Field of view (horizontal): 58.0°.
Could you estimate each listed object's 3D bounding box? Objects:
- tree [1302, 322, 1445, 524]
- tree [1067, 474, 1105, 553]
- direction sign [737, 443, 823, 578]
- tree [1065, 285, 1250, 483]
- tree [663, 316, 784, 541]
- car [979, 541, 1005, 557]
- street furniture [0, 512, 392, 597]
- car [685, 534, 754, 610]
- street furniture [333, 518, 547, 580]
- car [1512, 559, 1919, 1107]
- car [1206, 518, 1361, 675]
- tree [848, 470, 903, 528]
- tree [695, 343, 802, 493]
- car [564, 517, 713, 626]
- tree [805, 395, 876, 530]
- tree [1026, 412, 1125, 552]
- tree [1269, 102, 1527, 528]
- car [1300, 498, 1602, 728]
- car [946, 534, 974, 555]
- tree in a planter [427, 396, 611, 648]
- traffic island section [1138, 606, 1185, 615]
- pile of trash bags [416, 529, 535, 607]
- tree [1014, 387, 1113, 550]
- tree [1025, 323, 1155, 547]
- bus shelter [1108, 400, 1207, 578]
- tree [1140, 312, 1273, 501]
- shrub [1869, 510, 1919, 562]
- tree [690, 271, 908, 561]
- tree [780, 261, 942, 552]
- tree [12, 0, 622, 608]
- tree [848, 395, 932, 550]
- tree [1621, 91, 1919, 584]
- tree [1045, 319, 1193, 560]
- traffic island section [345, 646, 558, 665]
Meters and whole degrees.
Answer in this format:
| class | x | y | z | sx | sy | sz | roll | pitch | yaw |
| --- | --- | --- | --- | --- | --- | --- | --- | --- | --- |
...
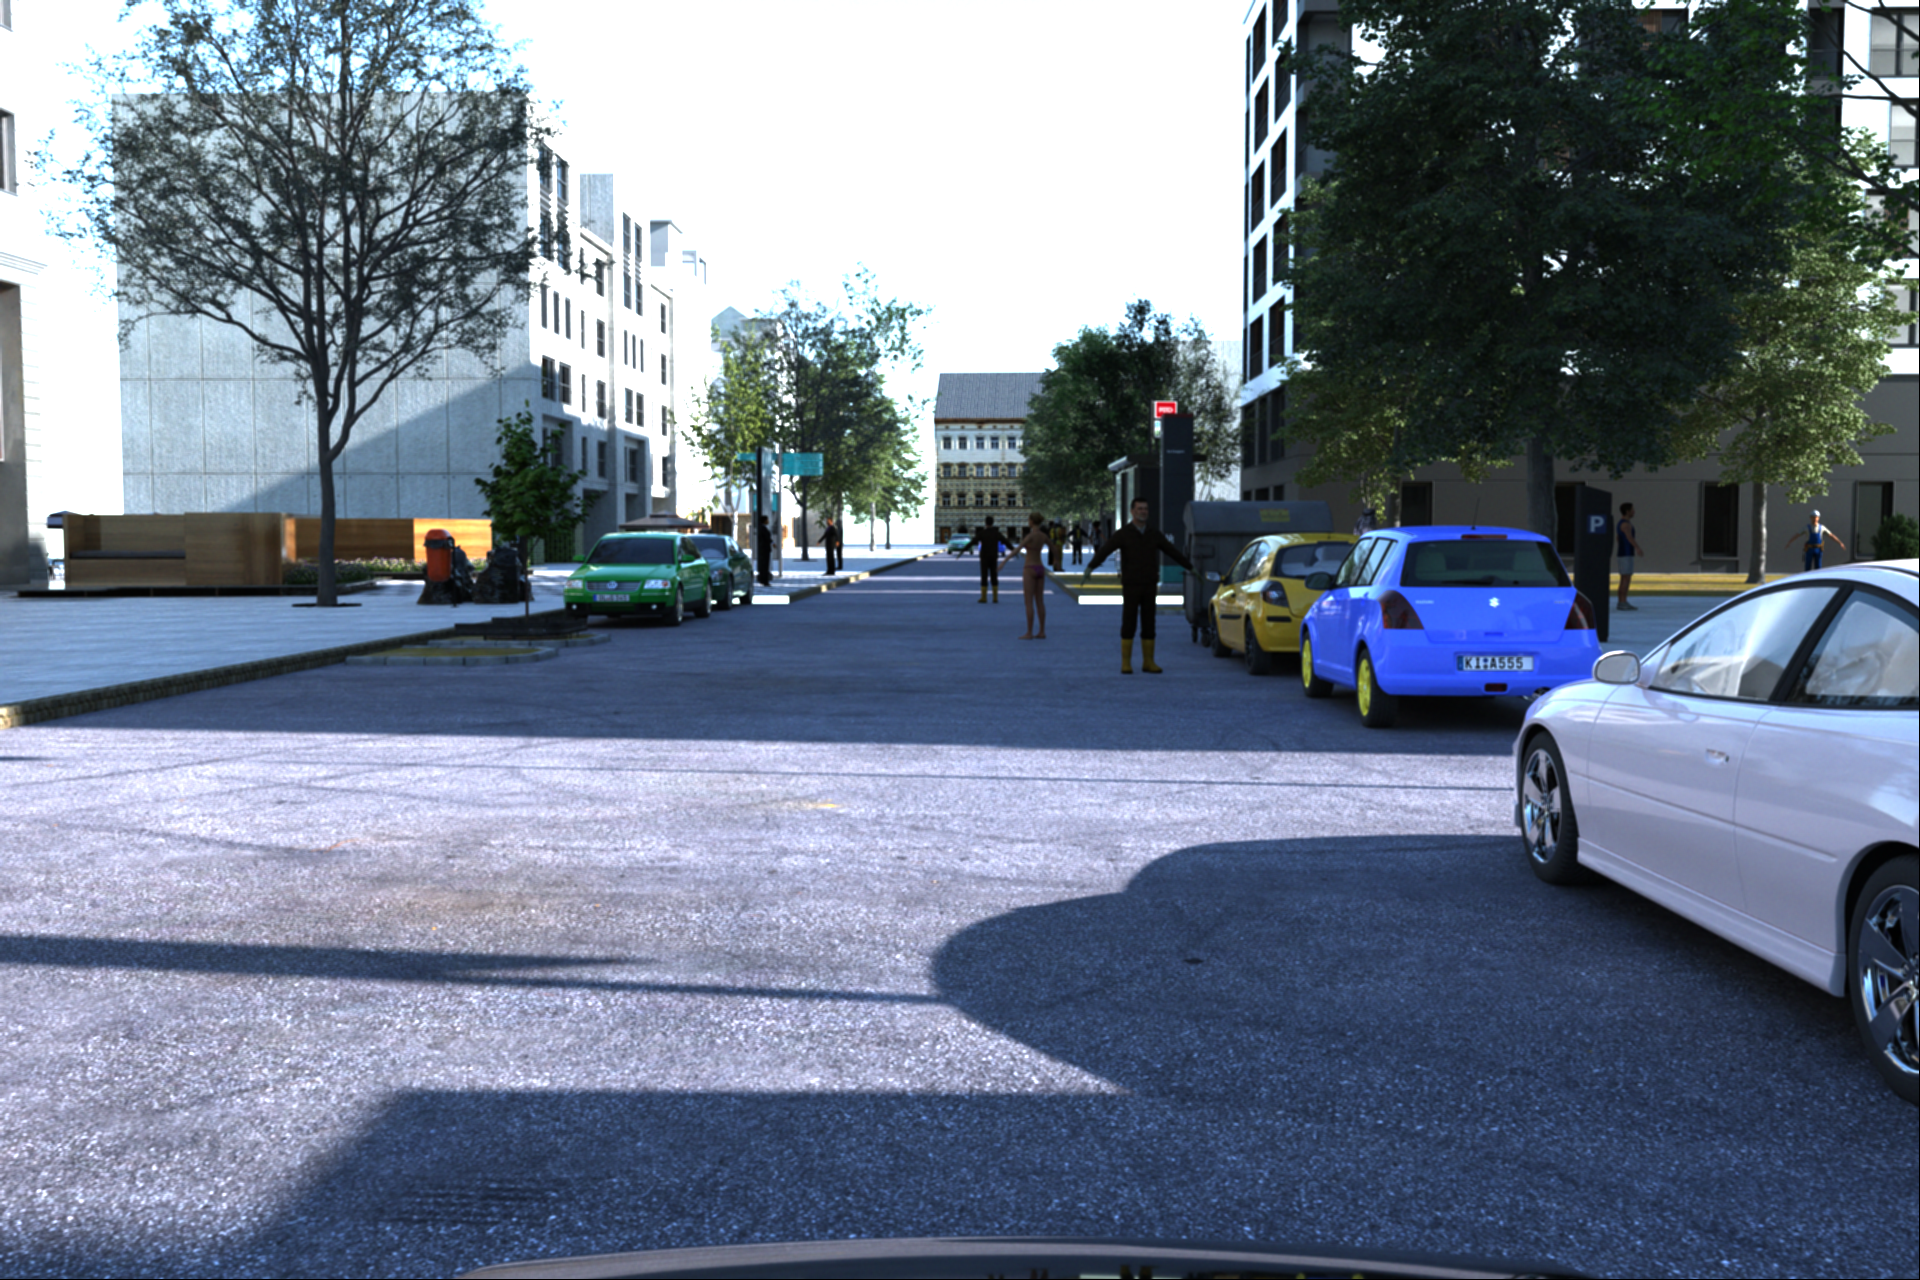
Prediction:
| class | x | y | z | sx | sy | sz | roll | pitch | yaw |
| --- | --- | --- | --- | --- | --- | --- | --- | --- | --- |
| tree | 12.226 | -6.145 | 50.828 | 4.737 | 8.622 | 4.395 | 0 | 3 | 0 |
| tree | 8.810 | -10.215 | 117.374 | 4.737 | 8.622 | 4.395 | 0 | 3 | 0 |
| direction sign | -5.279 | -3.834 | 51.441 | 2.525 | 3.948 | 1.411 | 0 | 4 | 1 |
| tree | 7.411 | -8.012 | 65.405 | 7.601 | 10.594 | 8.767 | 1 | 4 | 10 |
| tree | -7.783 | -6.637 | 58.883 | 4.737 | 8.622 | 4.395 | 0 | 3 | 0 |
| car | 2.079 | -6.242 | 111.655 | 1.945 | 1.707 | 3.694 | 0 | 4 | 1 |
| street furniture | -15.701 | -1.968 | 39.033 | 9.812 | 1.723 | 11.010 | -1 | 4 | -10 |
| car | -5.192 | -1.364 | 34.103 | 2.131 | 1.459 | 4.920 | 0 | 4 | 1 |
| street furniture | -16.625 | -2.669 | 50.492 | 11.010 | 1.723 | 9.812 | 1 | 4 | 10 |
| car | 3.300 | 0.410 | 5.660 | 2.083 | 1.381 | 4.827 | 0 | 4 | 0 |
| car | 3.782 | -0.537 | 19.004 | 2.015 | 1.641 | 3.980 | 0 | 4 | 0 |
| tree | -11.046 | -19.018 | 229.065 | 7.486 | 12.596 | 7.792 | 0 | 3 | 0 |
| tree | -7.814 | -7.077 | 66.072 | 4.737 | 8.622 | 4.395 | 0 | 3 | 0 |
| car | -5.203 | -1.195 | 28.336 | 1.959 | 1.807 | 4.718 | 0 | 4 | 1 |
| tree | -6.796 | -8.699 | 92.597 | 4.737 | 8.622 | 4.395 | 0 | 3 | 0 |
| tree | 8.803 | -11.759 | 126.666 | 8.767 | 10.594 | 7.601 | -2 | 4 | -26 |
| tree | 11.551 | -7.716 | 44.284 | 7.486 | 12.596 | 7.792 | 0 | 3 | 0 |
| car | 3.846 | -0.275 | 14.091 | 1.945 | 1.707 | 3.694 | 0 | 4 | 1 |
| car | 0.053 | -6.780 | 122.647 | 2.131 | 1.459 | 4.920 | 0 | 4 | 1 |
| tree in a planter | -5.691 | -1.556 | 22.661 | 1.991 | 3.239 | 1.994 | 0 | 4 | 2 |
| traffic island section | 4.206 | -0.528 | 31.505 | 1.991 | 0.108 | 1.994 | 0 | 4 | 2 |
| pile of trash bags | -9.065 | -1.346 | 31.763 | 1.912 | 1.369 | 3.447 | 0 | 4 | 1 |
| tree | 8.902 | -14.400 | 142.099 | 9.857 | 13.997 | 8.962 | 0 | 3 | 0 |
| tree | 8.566 | -12.044 | 103.569 | 9.857 | 13.997 | 8.962 | 0 | 3 | 0 |
| bus shelter | 5.446 | -4.400 | 49.576 | 2.179 | 5.291 | 8.768 | 0 | 4 | 0 |
| tree | 7.674 | -6.584 | 58.008 | 4.360 | 8.622 | 3.978 | 0 | 3 | 0 |
| shrub | 29.296 | -3.034 | 54.021 | 1.690 | 2.028 | 1.600 | 0 | 3 | 0 |
| tree | -7.480 | -10.489 | 81.868 | 12.009 | 13.543 | 11.850 | 0 | 3 | 0 |
| tree | -7.274 | -16.337 | 122.992 | 12.611 | 20.169 | 13.585 | 0 | 3 | 0 |
| tree | -11.066 | -7.334 | 30.284 | 12.009 | 13.543 | 11.850 | 0 | 3 | 0 |
| tree | -6.321 | -13.697 | 142.070 | 7.486 | 12.596 | 7.792 | 0 | 3 | 0 |
| tree | 20.807 | -7.763 | 45.050 | 7.486 | 12.596 | 7.792 | 0 | 3 | 0 |
| tree | 7.753 | -9.732 | 84.880 | 9.928 | 11.665 | 9.643 | 0 | 3 | 0 |
| traffic island section | -5.720 | 0.182 | 19.886 | 1.991 | 0.108 | 1.994 | 0 | 4 | 1 |
